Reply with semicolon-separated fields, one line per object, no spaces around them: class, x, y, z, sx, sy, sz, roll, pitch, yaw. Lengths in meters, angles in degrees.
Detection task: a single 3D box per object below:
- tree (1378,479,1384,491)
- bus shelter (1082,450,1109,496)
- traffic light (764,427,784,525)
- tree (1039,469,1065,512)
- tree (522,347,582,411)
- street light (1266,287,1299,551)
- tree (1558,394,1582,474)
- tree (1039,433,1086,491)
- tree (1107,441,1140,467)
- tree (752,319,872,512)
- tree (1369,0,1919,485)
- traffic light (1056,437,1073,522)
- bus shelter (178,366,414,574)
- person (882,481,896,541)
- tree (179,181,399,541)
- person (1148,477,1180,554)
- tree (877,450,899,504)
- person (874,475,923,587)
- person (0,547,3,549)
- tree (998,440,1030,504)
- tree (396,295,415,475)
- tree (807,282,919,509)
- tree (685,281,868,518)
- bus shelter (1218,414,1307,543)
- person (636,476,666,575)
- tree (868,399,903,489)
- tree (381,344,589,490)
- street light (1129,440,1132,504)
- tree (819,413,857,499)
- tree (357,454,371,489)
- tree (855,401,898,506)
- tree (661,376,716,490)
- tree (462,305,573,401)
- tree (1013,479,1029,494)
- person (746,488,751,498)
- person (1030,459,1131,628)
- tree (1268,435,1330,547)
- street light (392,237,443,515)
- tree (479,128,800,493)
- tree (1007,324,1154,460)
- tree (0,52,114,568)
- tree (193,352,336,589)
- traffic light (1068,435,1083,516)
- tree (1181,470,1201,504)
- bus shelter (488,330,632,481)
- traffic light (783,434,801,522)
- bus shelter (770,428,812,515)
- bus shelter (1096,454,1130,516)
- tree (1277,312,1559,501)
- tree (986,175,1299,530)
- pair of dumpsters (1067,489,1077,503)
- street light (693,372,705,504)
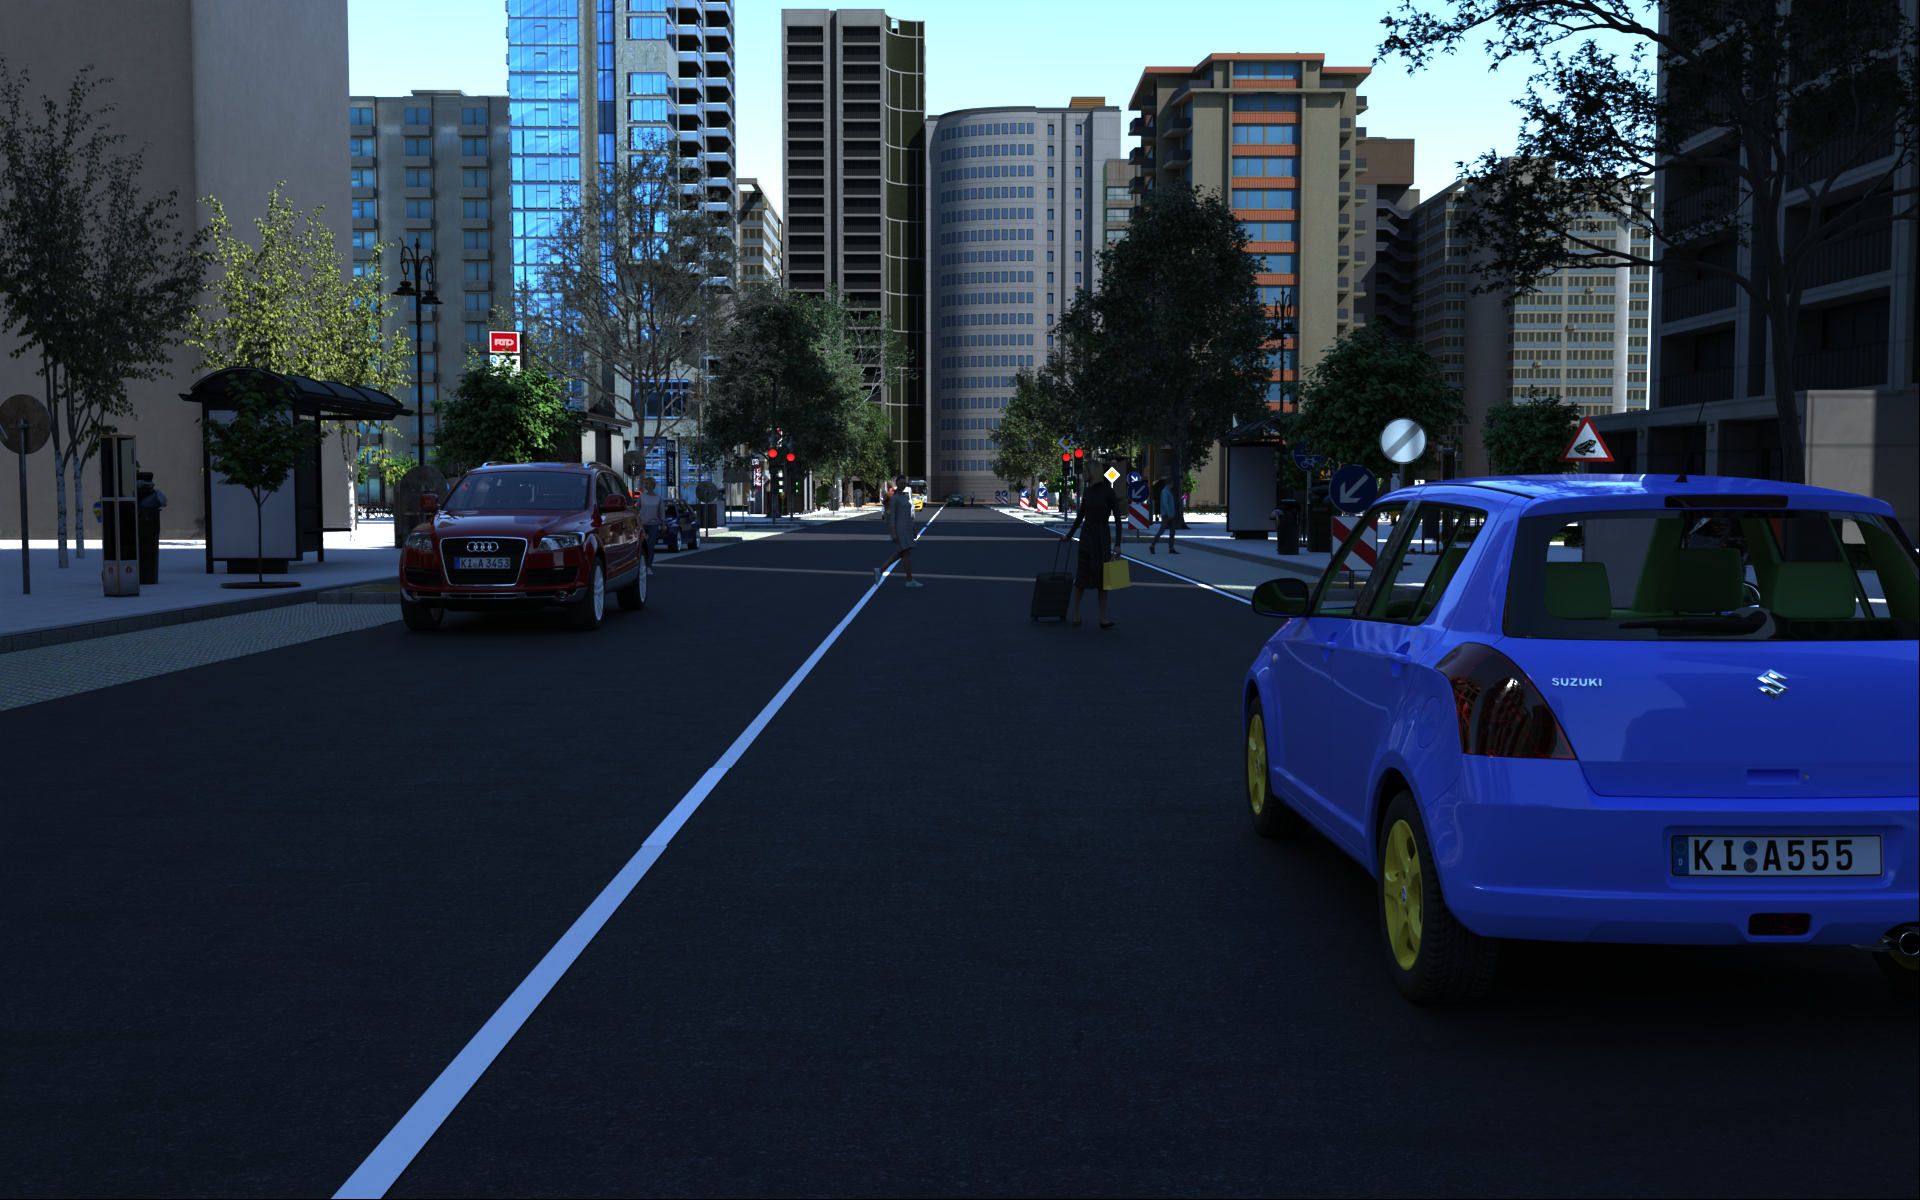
tree;25.284;-6.873;106.980;1.663;3.219;1.824;0;3;0
bus shelter;9.508;-8.763;120.902;2.179;5.291;8.768;0;4;0
traffic light;-7.806;-5.125;72.713;0.839;4.253;0.868;0;4;0
tree;7.524;-9.006;141.845;1.663;3.219;1.824;0;3;0
tree;-20.413;-8.301;86.084;4.360;8.622;3.978;0;3;0
street light;7.199;-4.036;38.782;0.468;5.910;1.993;0;4;0
tree;17.096;-4.155;51.644;4.285;4.588;4.351;0;3;0
tree;8.222;-11.306;135.217;4.737;8.622;4.395;0;3;0
tree;13.729;-12.281;151.156;4.737;8.622;4.395;0;3;0
tree;-10.501;-13.151;121.671;9.857;13.997;8.962;0;3;0
tree;8.231;-5.073;17.352;8.767;10.594;7.601;-3;4;-38
traffic light;4.926;-5.617;80.760;0.839;4.253;0.868;0;4;0
bus shelter;-11.379;-2.222;30.252;2.014;3.302;5.546;0;4;0
person;-2.126;-2.735;53.185;0.573;1.828;0.580;-1;4;-15
tree;-16.688;-5.571;41.449;4.737;8.622;4.395;0;3;0
person;4.880;-2.005;41.147;0.748;1.841;0.638;2;4;30
tree;-10.305;-17.032;228.827;4.737;8.622;4.395;0;3;0
person;-0.951;-1.067;26.699;0.760;1.731;0.466;0;4;-5
person;-22.732;-1.948;40.481;0.523;1.515;0.503;-1;4;-16
tree;7.566;-16.355;217.761;4.737;8.622;4.395;0;3;0
tree;-16.608;-5.907;46.935;4.737;8.622;4.395;0;3;0
tree;-9.995;-18.177;153.084;12.611;20.169;13.585;0;3;0
tree;-9.876;-10.727;92.388;9.611;12.733;9.660;0;3;0
bus shelter;8.337;-3.209;46.392;2.014;3.302;5.546;0;4;0
person;-5.604;-1.318;30.721;0.731;1.740;0.598;-1;4;-12
tree;-11.502;-15.714;173.926;9.611;12.733;9.660;0;3;0
tree;-9.873;-3.320;37.988;4.285;4.588;4.351;0;3;0
street light;7.110;-6.076;72.126;0.468;5.910;1.993;0;4;0
tree;-10.277;-11.572;139.556;4.737;8.622;4.395;0;3;0
tree;-43.088;-8.429;121.534;4.285;4.588;4.351;0;3;0
tree;-10.760;-16.367;193.355;9.928;11.665;9.643;0;3;0
tree;-15.730;-9.465;105.116;4.360;8.622;3.978;0;3;0
tree;-16.699;-7.065;65.870;4.737;8.622;4.395;0;3;0
tree;6.681;-12.313;195.917;1.663;3.219;1.824;0;3;0
person;-16.965;-8.124;139.050;0.466;1.800;0.511;-2;4;-28
person;1.329;-0.628;18.991;0.699;1.804;1.509;-1;4;-16
tree;8.244;-2.911;42.196;1.663;3.219;1.824;0;3;0
street light;-9.797;-3.587;31.432;0.468;5.910;1.993;0;4;0
tree;-10.494;-8.999;57.503;12.009;13.543;11.850;0;3;0
tree;6.795;-9.482;89.446;7.601;10.594;8.767;3;4;39
tree;-15.286;-4.854;29.721;4.360;8.622;3.978;0;3;0
tree;-9.763;-1.792;23.893;1.663;3.219;1.824;0;3;0
traffic light;4.955;-5.129;72.775;0.839;4.253;0.868;0;4;0
tree;16.496;-7.945;124.497;1.663;3.219;1.824;0;3;0
bus shelter;-10.469;-4.136;45.251;2.179;5.291;8.768;0;3;0
traffic light;-7.835;-5.613;80.698;0.839;4.253;0.868;0;4;0
bus shelter;-10.490;-7.993;108.325;2.179;5.291;8.768;0;3;0
bus shelter;9.197;-6.922;104.458;1.731;3.624;6.357;0;4;0
tree;7.527;-2.911;31.311;4.285;4.588;4.351;0;3;0
tree;7.796;-8.904;62.587;9.611;12.733;9.660;0;3;0
pair of dumpsters;9.364;-8.914;148.235;1.574;2.255;4.437;0;3;0
street light;-9.806;-5.651;65.187;0.468;5.910;1.993;0;4;0
